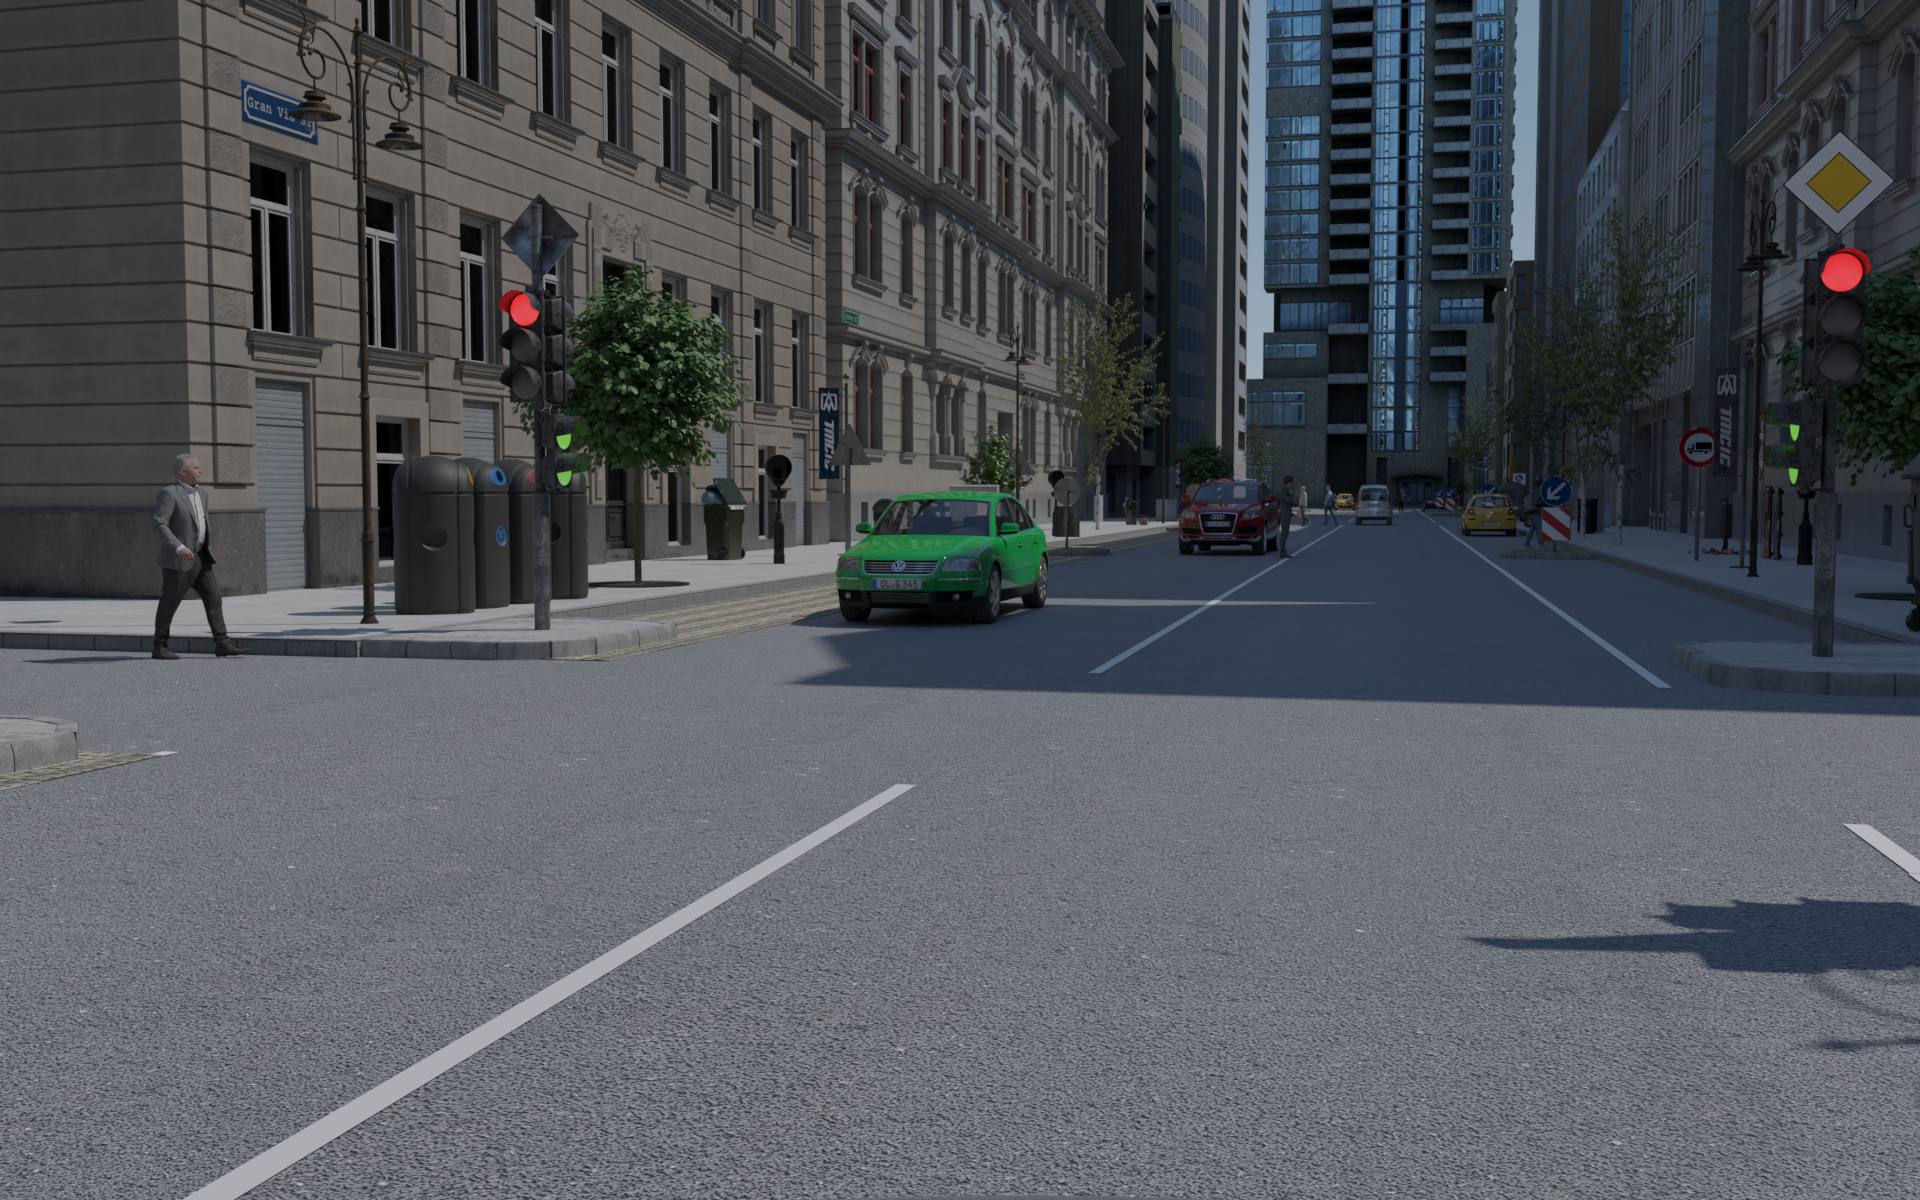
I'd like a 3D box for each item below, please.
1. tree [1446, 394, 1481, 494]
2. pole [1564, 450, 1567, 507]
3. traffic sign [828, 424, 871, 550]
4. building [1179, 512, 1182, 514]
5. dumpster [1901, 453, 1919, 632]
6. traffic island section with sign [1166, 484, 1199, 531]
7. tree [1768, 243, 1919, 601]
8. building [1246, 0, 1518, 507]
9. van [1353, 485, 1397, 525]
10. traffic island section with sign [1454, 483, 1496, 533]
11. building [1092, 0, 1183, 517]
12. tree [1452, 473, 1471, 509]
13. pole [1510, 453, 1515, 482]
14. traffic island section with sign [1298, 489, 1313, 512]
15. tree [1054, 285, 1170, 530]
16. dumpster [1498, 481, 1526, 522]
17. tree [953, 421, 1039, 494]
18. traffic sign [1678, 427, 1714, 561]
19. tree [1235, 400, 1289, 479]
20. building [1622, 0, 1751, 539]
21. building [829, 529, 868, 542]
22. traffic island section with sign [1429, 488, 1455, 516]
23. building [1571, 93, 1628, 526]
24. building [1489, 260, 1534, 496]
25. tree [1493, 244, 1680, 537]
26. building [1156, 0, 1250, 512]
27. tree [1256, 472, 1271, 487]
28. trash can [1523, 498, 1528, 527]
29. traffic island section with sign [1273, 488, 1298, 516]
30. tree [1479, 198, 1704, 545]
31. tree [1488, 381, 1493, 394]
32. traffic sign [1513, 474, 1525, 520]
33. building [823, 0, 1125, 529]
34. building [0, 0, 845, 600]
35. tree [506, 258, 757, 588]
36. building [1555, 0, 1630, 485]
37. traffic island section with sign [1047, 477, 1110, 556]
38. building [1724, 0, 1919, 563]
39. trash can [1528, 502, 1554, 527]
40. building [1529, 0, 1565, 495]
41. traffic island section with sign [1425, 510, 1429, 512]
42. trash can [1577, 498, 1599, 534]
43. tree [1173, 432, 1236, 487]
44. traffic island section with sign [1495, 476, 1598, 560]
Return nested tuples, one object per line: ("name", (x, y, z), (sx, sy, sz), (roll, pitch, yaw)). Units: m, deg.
("tree", (37.239, -10.689, 125.134), (4.737, 8.622, 4.395), (0, 3, 0))
("pole", (27.916, -5.269, 79.991), (0.158, 3.312, 0.155), (0, 3, 0))
("traffic sign", (-2.056, -1.962, 32.081), (0.884, 2.594, 0.081), (2, 4, 24))
("building", (6.327, -35.319, 119.464), (21.231, 58.520, 28.212), (1, 4, 14))
("dumpster", (9.228, -0.582, 15.282), (1.264, 1.857, 1.865), (1, 4, 14))
("traffic island section with sign", (9.048, -3.557, 66.781), (1.989, 1.847, 2.006), (1, 4, 14))
("tree", (11.817, -2.297, 21.263), (4.285, 4.588, 4.351), (0, 3, 0))
("building", (44.132, -53.089, 180.674), (31.000, 86.520, 22.319), (1, 4, 14))
("van", (19.363, -4.521, 80.923), (2.013, 2.044, 4.112), (1, 4, 14))
("traffic island section with sign", (19.888, -3.481, 65.537), (1.989, 1.847, 2.006), (1, 4, 14))
("building", (4.747, -20.003, 98.745), (14.160, 30.474, 14.107), (1, 4, 14))
("tree", (44.157, -9.684, 152.934), (1.663, 3.219, 1.824), (0, 3, 0))
("pole", (27.399, -5.631, 85.906), (0.158, 3.312, 0.155), (0, 3, 0))
("traffic island section with sign", (27.813, -8.124, 141.456), (1.989, 1.847, 2.006), (1, 4, 14))
("tree", (5.151, -6.831, 62.055), (4.737, 8.622, 4.395), (0, 3, 0))
("dumpster", (25.616, -4.564, 80.388), (1.264, 1.857, 1.865), (1, 4, 14))
("tree", (0.899, -3.037, 44.249), (1.663, 3.219, 1.824), (0, 3, 0))
("traffic sign", (14.143, -2.023, 33.178), (0.768, 2.556, 0.104), (1, 4, 14))
("tree", (23.403, -11.323, 135.488), (4.360, 8.622, 3.978), (0, 3, 0))
("building", (29.700, -14.637, 57.344), (12.078, 24.808, 19.932), (1, 4, 14))
("building", (-6.351, -16.518, 57.457), (14.401, 28.519, 23.554), (1, 4, 14))
("traffic island section with sign", (31.692, -6.352, 112.490), (1.989, 1.847, 2.006), (1, 4, 14))
("building", (33.297, -13.530, 75.971), (10.420, 20.320, 16.860), (1, 4, 14))
("building", (57.836, -17.981, 139.026), (27.650, 21.520, 28.899), (1, 4, 14))
("tree", (18.487, -6.144, 50.820), (4.360, 8.622, 3.978), (0, 3, 0))
("building", (11.087, -37.407, 153.596), (28.212, 58.520, 21.231), (1, 4, 14))
("tree", (24.624, -8.939, 140.762), (1.663, 3.219, 1.824), (0, 3, 0))
("trash can", (22.014, -3.360, 66.590), (0.748, 1.137, 0.748), (0, 3, 0))
("traffic island section with sign", (21.245, -6.525, 115.310), (1.989, 1.847, 2.006), (1, 4, 14))
("tree", (16.425, -5.692, 43.420), (4.737, 8.622, 4.395), (0, 3, 0))
("tree", (24.401, -7.498, 72.948), (4.360, 8.622, 3.978), (0, 3, 0))
("traffic sign", (27.480, -5.079, 85.173), (0.606, 2.300, 0.079), (1, 4, 15))
("building", (-0.972, -17.934, 80.610), (14.401, 28.519, 23.554), (1, 4, 14))
("building", (-11.764, -14.431, 33.203), (12.463, 27.353, 25.104), (1, 4, 14))
("tree", (-4.444, -2.476, 24.200), (4.285, 4.588, 4.351), (0, 3, 0))
("building", (39.440, -26.939, 90.568), (14.600, 45.320, 14.200), (1, 4, 14))
("traffic island section with sign", (2.477, -1.958, 40.636), (1.989, 1.847, 2.006), (1, 4, 14))
("building", (25.157, -15.199, 35.889), (14.401, 28.519, 23.554), (1, 4, 14))
("trash can", (20.453, -2.981, 60.387), (0.748, 1.137, 0.748), (0, 3, 0))
("building", (47.781, -34.743, 110.043), (21.231, 58.520, 28.212), (1, 4, 14))
("traffic island section with sign", (38.416, -7.987, 139.221), (1.989, 1.847, 2.006), (1, 4, 14))
("trash can", (20.253, -2.706, 55.904), (0.748, 1.137, 0.748), (0, 3, 0))
("tree", (12.869, -6.618, 91.923), (4.285, 4.588, 4.351), (0, 3, 0))
("traffic island section with sign", (13.154, -1.844, 38.771), (1.989, 1.847, 2.006), (1, 4, 14))
